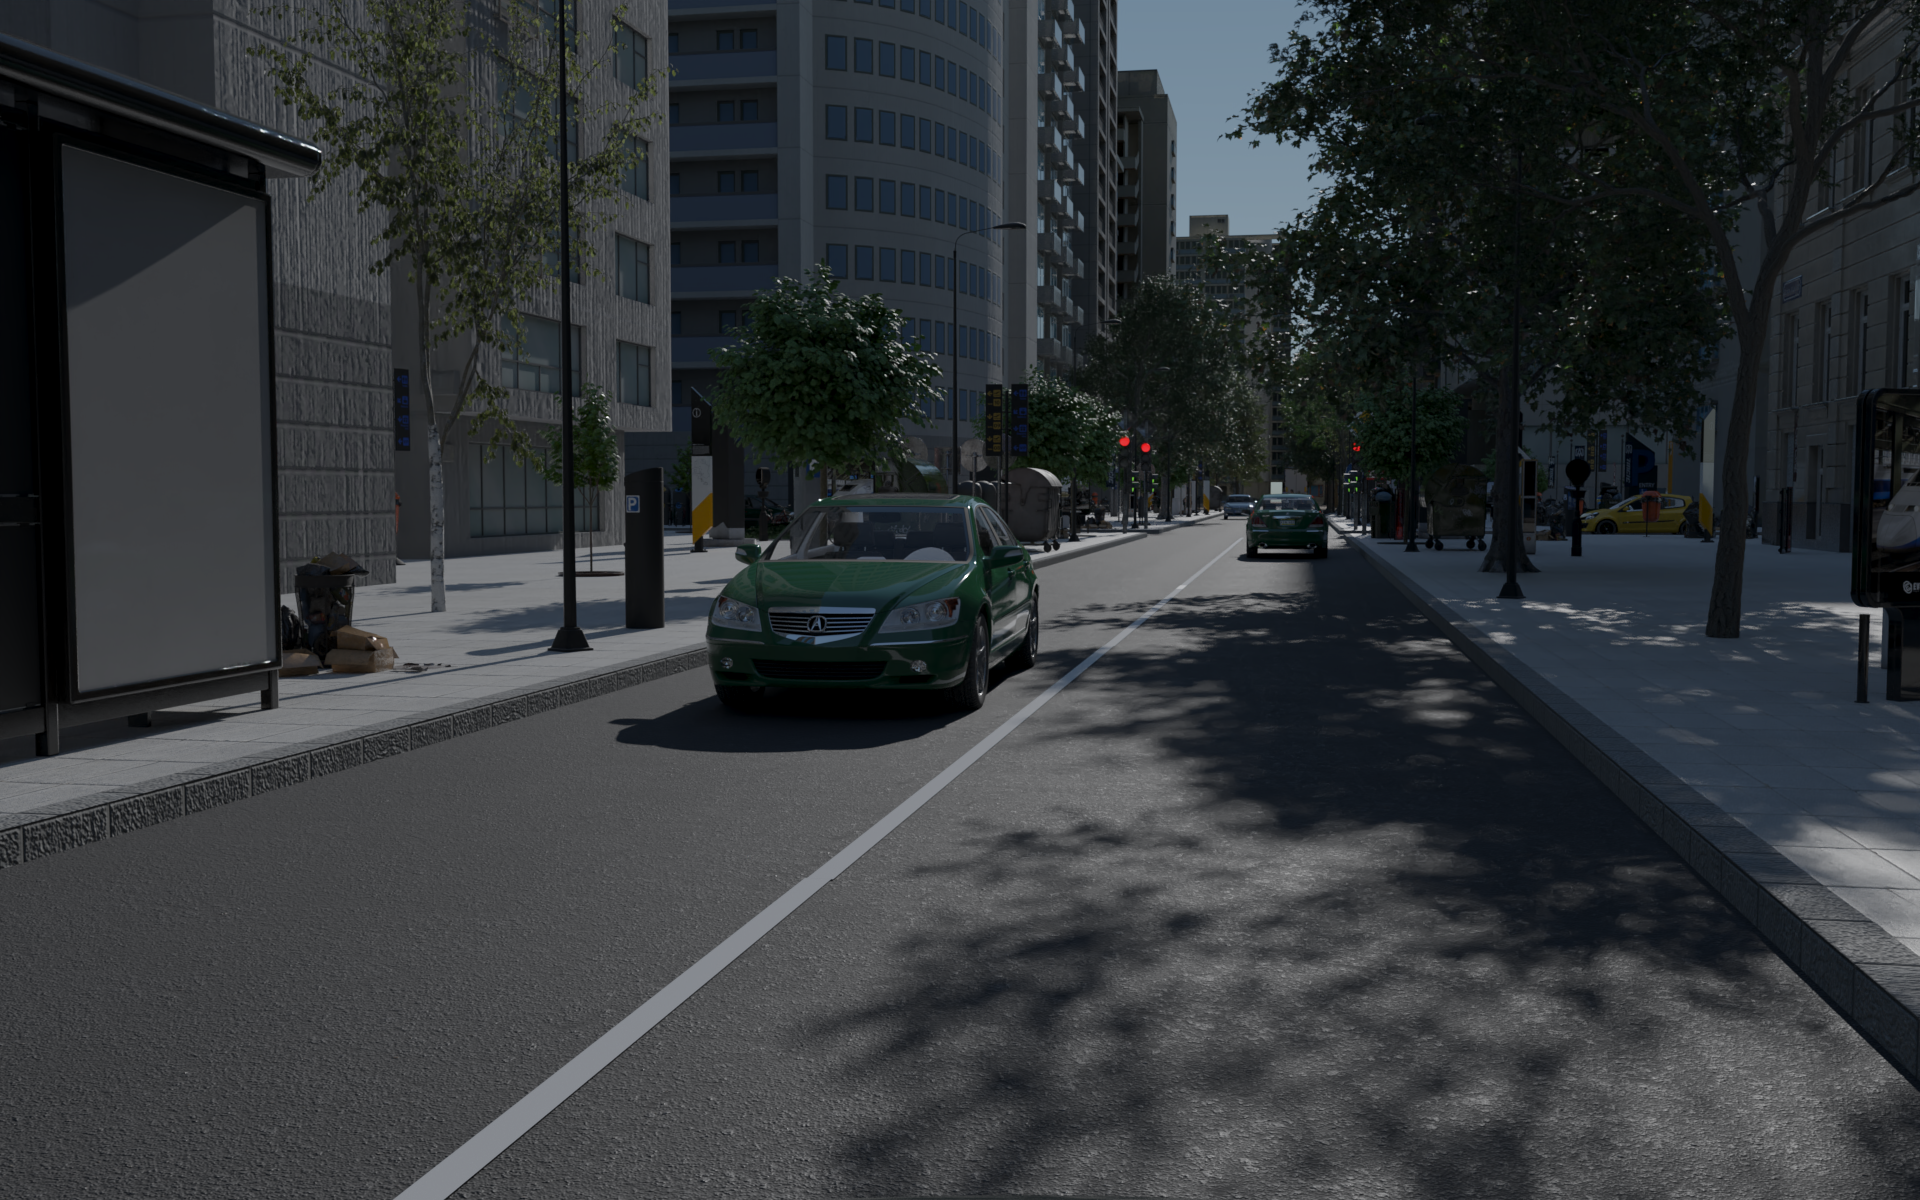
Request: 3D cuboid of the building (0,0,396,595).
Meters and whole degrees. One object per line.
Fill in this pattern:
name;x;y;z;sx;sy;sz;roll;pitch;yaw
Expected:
building;-21.075;-28.710;11.414;21.231;58.520;28.212;1;4;11

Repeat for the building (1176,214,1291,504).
building;34.819;-33.762;243.895;23.993;40.220;32.217;1;4;11

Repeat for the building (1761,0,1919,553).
building;23.685;-14.261;30.429;12.463;27.353;25.104;1;4;11

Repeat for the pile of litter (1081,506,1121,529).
pile of litter;5.122;-3.056;63.929;1.719;0.858;1.176;3;4;36

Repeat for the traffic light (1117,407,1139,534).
traffic light;5.349;-4.097;55.901;0.839;4.253;0.868;1;4;11

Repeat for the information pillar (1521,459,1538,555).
information pillar;12.076;-1.975;36.781;0.304;2.012;0.304;1;4;12

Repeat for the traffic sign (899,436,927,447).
traffic sign;-1.081;-2.330;38.198;0.768;2.556;0.104;1;4;15

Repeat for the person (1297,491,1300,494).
person;28.782;-8.411;146.743;0.721;1.736;1.217;3;5;44

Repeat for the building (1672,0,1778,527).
building;42.900;-27.525;73.730;21.600;48.544;21.300;1;4;11

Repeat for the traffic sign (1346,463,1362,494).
traffic sign;15.750;-4.215;69.018;0.768;2.556;0.104;1;4;14

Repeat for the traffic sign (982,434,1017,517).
traffic sign;0.823;-2.214;36.298;0.768;2.556;0.104;1;4;17

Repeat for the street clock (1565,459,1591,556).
street clock;12.707;-1.900;35.643;0.471;2.002;0.358;2;4;28

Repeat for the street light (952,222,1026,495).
street light;0.441;-3.506;29.860;1.470;5.913;1.316;1;4;11

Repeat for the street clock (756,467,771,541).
street clock;-5.350;-2.602;47.116;0.358;2.002;0.471;-2;4;-33

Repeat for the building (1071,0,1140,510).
building;5.134;-43.519;149.782;20.563;71.187;20.611;1;4;11

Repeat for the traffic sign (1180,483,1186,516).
traffic sign;13.096;-6.272;102.647;0.768;2.556;0.104;1;4;21

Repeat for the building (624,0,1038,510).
building;-8.523;-33.348;87.234;21.231;58.520;28.212;1;4;11

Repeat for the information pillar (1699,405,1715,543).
information pillar;19.694;-3.321;45.646;0.504;3.616;0.183;-2;4;-33

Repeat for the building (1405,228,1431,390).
building;58.599;-34.423;182.420;23.786;49.044;30.456;1;4;11

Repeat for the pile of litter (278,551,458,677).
pile of litter;-4.636;0.083;12.601;1.719;0.858;1.176;1;4;9

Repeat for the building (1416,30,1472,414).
building;52.391;-30.518;153.595;22.147;44.769;28.867;1;4;11

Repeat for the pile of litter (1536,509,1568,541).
pile of litter;16.279;-2.079;47.957;1.176;0.858;1.719;2;4;31

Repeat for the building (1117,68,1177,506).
building;13.248;-35.064;196.989;21.600;48.544;21.300;1;4;11

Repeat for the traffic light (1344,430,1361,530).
traffic light;14.249;-4.490;62.328;0.839;4.253;0.868;1;4;11

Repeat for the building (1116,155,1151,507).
building;2.870;-29.478;173.841;32.217;40.220;23.993;1;4;11

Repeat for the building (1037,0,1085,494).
building;-3.122;-30.876;124.437;23.786;49.044;30.456;1;4;11

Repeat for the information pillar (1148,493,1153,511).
information pillar;14.027;-8.353;127.931;0.504;3.616;0.183;1;4;13

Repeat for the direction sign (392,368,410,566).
direction sign;-10.190;-2.393;31.118;0.379;3.537;0.876;2;4;24

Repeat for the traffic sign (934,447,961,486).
traffic sign;-0.276;-2.156;37.376;0.606;2.300;0.079;1;4;19

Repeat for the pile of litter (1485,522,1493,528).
pile of litter;20.438;-3.112;64.845;1.719;0.858;1.176;2;4;29

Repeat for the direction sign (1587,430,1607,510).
direction sign;22.408;-4.220;60.997;0.876;3.537;0.379;-1;4;-23

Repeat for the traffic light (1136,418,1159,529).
traffic light;6.872;-4.576;63.740;0.839;4.253;0.868;1;4;11

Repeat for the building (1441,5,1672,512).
building;47.828;-32.317;117.625;28.713;52.752;27.495;1;4;11

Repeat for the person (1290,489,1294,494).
person;19.936;-5.790;103.925;0.760;1.731;0.466;-2;4;-29

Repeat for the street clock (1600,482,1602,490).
street clock;39.017;-6.153;105.164;0.358;2.002;0.471;0;4;6

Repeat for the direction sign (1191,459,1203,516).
direction sign;14.125;-6.808;103.305;0.379;3.537;0.876;-3;4;-39

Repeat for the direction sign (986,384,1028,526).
direction sign;0.964;-2.673;35.696;0.876;3.537;0.379;1;4;9

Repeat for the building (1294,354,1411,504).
building;60.382;-23.997;237.384;28.899;21.520;27.650;1;4;11

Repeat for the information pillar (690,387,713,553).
information pillar;-5.665;-2.850;37.948;0.504;3.616;0.183;1;4;23

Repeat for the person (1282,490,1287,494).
person;29.839;-9.215;159.036;0.709;1.838;0.599;3;4;39

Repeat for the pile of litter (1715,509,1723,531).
pile of litter;28.674;-3.068;64.123;1.176;0.858;1.719;1;4;11

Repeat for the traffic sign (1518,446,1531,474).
traffic sign;12.838;-2.377;40.053;0.795;2.450;0.064;1;4;19

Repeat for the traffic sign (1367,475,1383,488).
traffic sign;15.423;-3.926;64.196;0.884;2.594;0.081;1;4;15

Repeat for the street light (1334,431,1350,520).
street light;12.644;-5.012;54.493;1.470;5.913;1.316;1;4;11

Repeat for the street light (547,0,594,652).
street light;-2.665;-2.531;13.915;1.470;5.913;1.316;1;4;11

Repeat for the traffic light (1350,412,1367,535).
traffic light;12.726;-4.010;54.489;0.839;4.253;0.868;1;4;11

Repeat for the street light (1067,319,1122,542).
street light;3.602;-4.512;46.316;1.470;5.913;1.316;1;4;11

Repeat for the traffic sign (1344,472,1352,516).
traffic sign;20.495;-5.547;90.796;0.768;2.556;0.104;1;4;16

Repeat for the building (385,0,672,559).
building;-14.924;-21.832;40.549;14.086;41.232;14.154;1;4;11

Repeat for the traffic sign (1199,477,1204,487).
traffic sign;17.833;-7.727;126.438;0.768;2.556;0.104;1;4;17

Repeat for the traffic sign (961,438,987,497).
traffic sign;0.323;-2.416;39.615;0.768;2.556;0.104;1;4;19

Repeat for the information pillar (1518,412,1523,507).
information pillar;13.333;-3.083;41.765;0.504;3.616;0.183;-2;4;-27

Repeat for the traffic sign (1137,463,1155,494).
traffic sign;7.227;-4.129;67.608;0.768;2.556;0.104;1;4;15
